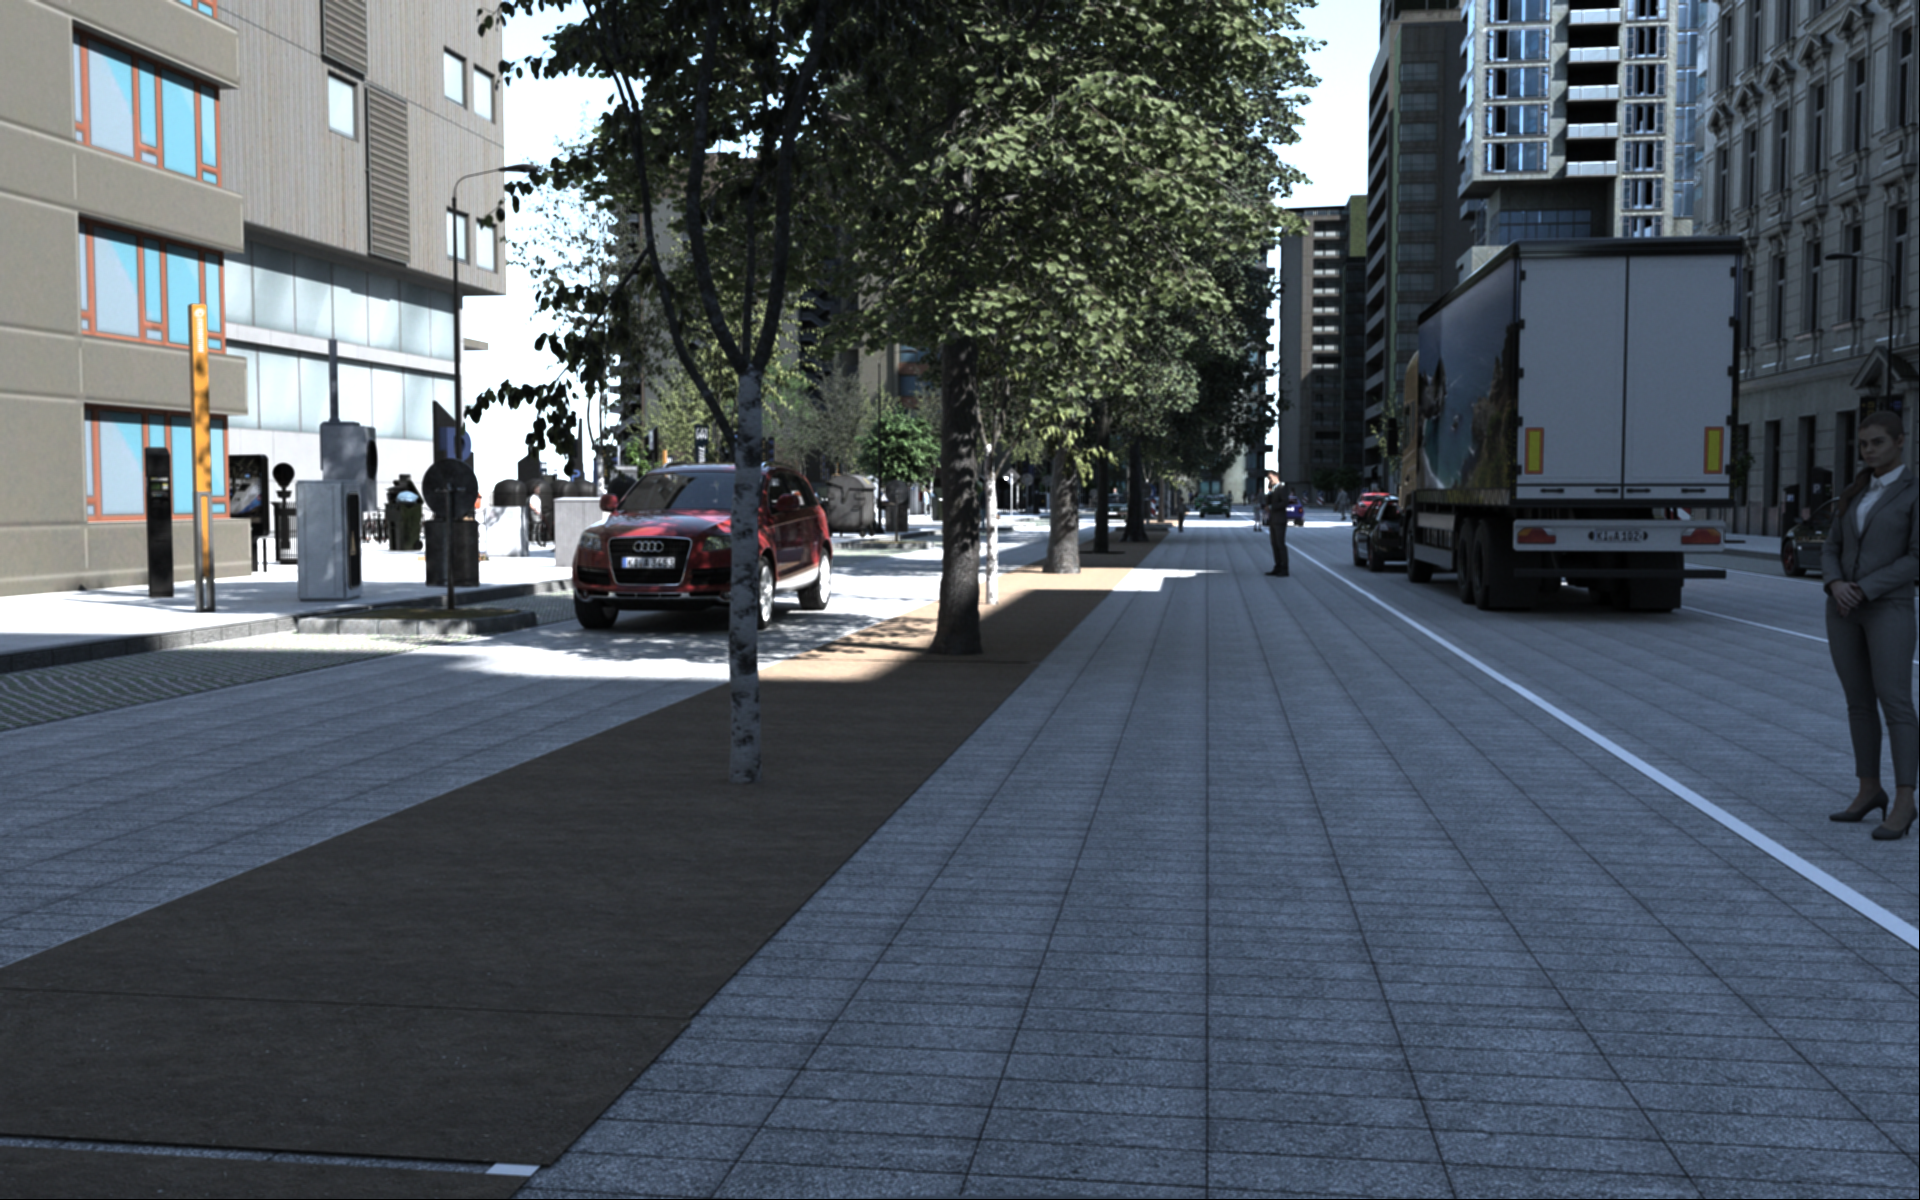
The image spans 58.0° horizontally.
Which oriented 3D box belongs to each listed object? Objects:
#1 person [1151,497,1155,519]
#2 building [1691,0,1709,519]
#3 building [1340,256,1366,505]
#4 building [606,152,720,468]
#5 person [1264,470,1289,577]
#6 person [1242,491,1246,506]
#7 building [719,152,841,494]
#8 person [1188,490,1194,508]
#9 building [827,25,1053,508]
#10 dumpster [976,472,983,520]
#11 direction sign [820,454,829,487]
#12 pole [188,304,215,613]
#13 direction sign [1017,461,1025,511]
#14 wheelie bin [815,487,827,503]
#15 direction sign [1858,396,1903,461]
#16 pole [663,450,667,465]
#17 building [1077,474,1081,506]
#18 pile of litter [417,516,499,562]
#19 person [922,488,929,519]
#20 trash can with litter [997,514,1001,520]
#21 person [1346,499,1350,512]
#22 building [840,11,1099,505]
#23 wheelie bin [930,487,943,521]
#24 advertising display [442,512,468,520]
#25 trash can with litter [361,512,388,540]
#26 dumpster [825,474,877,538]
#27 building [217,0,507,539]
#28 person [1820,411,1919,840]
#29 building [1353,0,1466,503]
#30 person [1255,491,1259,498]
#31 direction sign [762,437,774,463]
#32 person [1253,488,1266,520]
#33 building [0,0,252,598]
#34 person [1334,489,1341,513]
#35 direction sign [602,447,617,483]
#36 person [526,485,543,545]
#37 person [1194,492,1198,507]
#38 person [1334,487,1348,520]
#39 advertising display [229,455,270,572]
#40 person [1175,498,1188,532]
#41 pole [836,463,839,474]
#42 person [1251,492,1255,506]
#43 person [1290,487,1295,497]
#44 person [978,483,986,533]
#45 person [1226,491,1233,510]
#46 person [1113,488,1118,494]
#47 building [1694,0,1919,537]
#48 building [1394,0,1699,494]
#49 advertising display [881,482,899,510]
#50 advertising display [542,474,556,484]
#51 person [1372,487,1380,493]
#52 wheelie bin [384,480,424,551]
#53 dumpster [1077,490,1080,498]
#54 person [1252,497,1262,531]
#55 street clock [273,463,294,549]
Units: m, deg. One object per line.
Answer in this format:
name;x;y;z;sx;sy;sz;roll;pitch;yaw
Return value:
person;11.022;-5.596;100.176;0.721;1.800;0.419;-3;5;-44
building;49.903;-28.116;79.313;30.456;49.044;23.786;0;4;8
building;53.367;-26.843;210.589;14.160;30.474;14.107;0;4;8
building;-36.264;-35.065;223.420;14.200;45.320;14.600;0;4;8
person;5.514;-1.345;30.289;0.447;1.846;0.655;-1;4;-12
person;35.226;-12.589;214.461;0.705;1.807;1.348;2;4;25
building;-21.381;-34.928;221.186;14.200;45.320;14.600;0;4;8
person;23.351;-10.168;174.617;0.709;1.838;0.599;-2;4;-31
building;-0.602;-31.273;165.931;22.147;44.769;28.867;0;4;8
dumpster;0.363;-4.597;77.647;1.502;2.255;1.985;1;4;8
direction sign;-7.748;-6.471;97.794;0.379;3.537;0.876;-1;4;-19
pole;-8.208;-1.523;18.740;0.158;3.312;0.155;0;3;0
direction sign;4.175;-7.662;117.268;0.876;3.537;0.379;-3;5;-40
wheelie bin;-6.467;-4.514;81.706;0.980;1.594;0.693;-2;4;-31
direction sign;21.355;-2.951;40.247;0.876;3.537;0.379;2;4;25
pole;-13.699;-5.299;80.477;0.158;3.312;0.155;0;3;0
building;5.763;-25.474;188.202;14.160;30.474;14.107;0;4;8
pile of litter;-9.658;-1.177;33.213;1.719;0.858;1.176;3;4;37
person;-1.774;-4.946;88.723;0.330;1.601;0.589;1;4;14
trash can with litter;1.601;-4.581;86.283;1.055;1.170;0.624;3;4;39
person;30.626;-7.557;136.741;0.352;1.250;0.332;-2;4;-24
building;1.107;-55.047;212.692;31.000;86.520;22.319;0;4;8
wheelie bin;-1.015;-4.546;82.232;0.980;1.594;0.693;-3;4;-37
advertising display;-12.979;-2.401;44.473;0.974;1.923;0.123;3;5;40
trash can with litter;-16.528;-2.287;48.448;1.678;1.210;2.233;3;5;40
dumpster;-3.266;-2.804;51.612;1.264;1.857;1.865;1;4;8
building;-31.555;-28.302;51.971;27.495;52.752;28.713;0;4;8
person;3.890;0.082;7.432;0.573;1.790;0.520;-3;5;-40
building;55.082;-46.024;190.739;20.563;71.187;20.611;0;4;8
person;33.156;-11.196;192.276;0.721;1.743;1.217;-3;5;-42
direction sign;-7.691;-4.719;69.147;0.379;3.537;0.876;-3;5;-44
person;16.497;-5.277;95.174;0.661;1.777;0.834;-3;5;-44
building;-26.800;-10.341;14.113;27.650;21.520;28.899;0;4;8
person;29.294;-7.678;134.301;0.573;1.790;0.520;3;5;43
direction sign;-16.960;-5.625;83.959;0.876;3.537;0.379;1;4;16
person;-10.680;-2.143;43.681;0.523;1.515;0.503;-1;4;-23
person;25.233;-10.719;185.226;0.593;1.643;0.415;-2;4;-26
person;20.878;-5.261;94.646;0.709;1.813;0.853;-2;4;-35
advertising display;-11.747;-1.427;28.537;0.974;1.923;0.123;2;4;31
person;8.341;-3.206;65.190;0.475;1.303;0.640;0;4;3
pole;-8.032;-7.307;113.312;0.158;3.312;0.155;0;3;0
person;36.477;-12.638;215.799;0.621;1.740;0.551;-3;4;-36
person;18.649;-5.432;97.327;0.388;1.821;0.555;2;4;23
person;0.887;-3.332;62.960;0.794;1.824;0.713;0;4;3
person;23.844;-8.830;153.662;0.721;1.735;1.217;-2;4;-30
person;8.509;-5.297;95.497;0.834;1.777;0.661;-1;4;-15
building;30.369;-15.949;37.186;17.030;29.872;44.131;0;4;8
building;45.658;-49.823;127.285;22.319;86.520;31.000;0;4;8
advertising display;-3.164;-4.416;77.420;0.974;1.923;0.123;1;4;12
advertising display;-13.487;-3.161;56.891;0.123;1.923;0.974;-2;4;-34
person;24.592;-5.748;102.448;0.580;1.828;0.573;0;4;3
wheelie bin;-12.582;-1.914;39.200;0.980;1.594;0.693;2;4;35
dumpster;8.364;-7.987;133.088;1.502;2.255;1.985;1;4;8
person;11.414;-3.276;66.343;0.425;1.301;0.394;-3;5;-45
street clock;-15.778;-2.194;40.444;0.471;2.002;0.358;-1;4;-22
